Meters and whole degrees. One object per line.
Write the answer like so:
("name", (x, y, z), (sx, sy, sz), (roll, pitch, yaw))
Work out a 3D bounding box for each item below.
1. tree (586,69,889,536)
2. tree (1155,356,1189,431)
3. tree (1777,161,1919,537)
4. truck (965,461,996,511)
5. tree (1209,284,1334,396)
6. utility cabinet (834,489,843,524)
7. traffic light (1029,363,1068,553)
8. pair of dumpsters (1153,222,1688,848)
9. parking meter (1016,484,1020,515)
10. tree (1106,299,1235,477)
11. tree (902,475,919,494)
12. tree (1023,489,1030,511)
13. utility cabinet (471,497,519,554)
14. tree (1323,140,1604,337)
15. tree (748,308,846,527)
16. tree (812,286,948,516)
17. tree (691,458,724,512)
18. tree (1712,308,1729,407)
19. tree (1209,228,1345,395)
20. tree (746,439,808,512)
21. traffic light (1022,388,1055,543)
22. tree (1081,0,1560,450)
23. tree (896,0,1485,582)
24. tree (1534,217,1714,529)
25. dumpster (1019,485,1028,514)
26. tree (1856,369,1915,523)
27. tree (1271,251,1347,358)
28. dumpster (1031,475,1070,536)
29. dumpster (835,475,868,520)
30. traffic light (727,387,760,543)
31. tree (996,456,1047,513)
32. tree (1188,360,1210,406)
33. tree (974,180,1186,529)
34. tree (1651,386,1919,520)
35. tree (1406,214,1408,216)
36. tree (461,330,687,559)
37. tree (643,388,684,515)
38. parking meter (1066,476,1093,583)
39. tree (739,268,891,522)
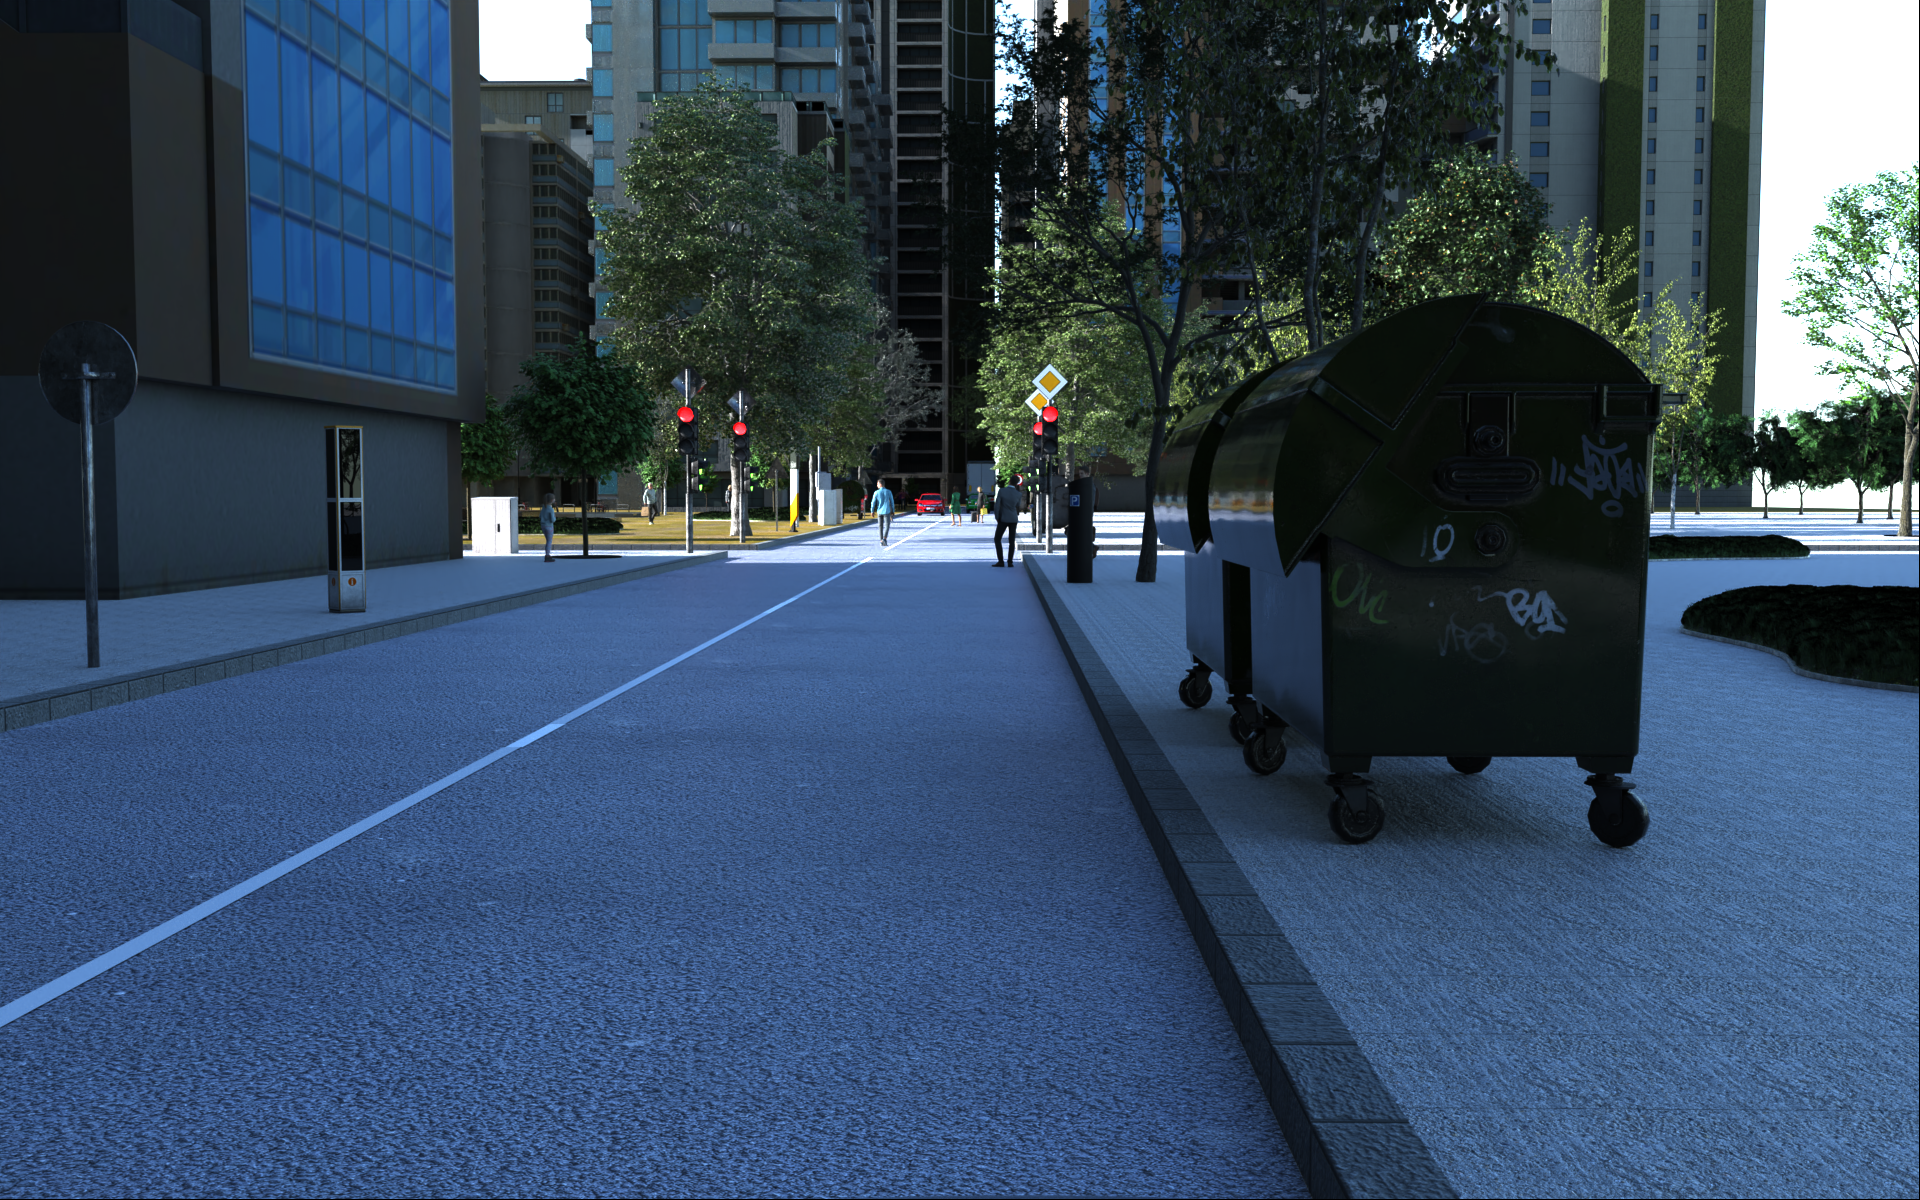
("tree", (-6.716, -8.930, 52.668), (9.857, 13.997, 8.962), (0, 3, 0))
("tree", (12.206, -8.655, 91.869), (4.737, 8.622, 4.395), (0, 3, 0))
("tree", (28.631, -7.706, 51.754), (9.928, 11.665, 9.643), (0, 3, 0))
("truck", (1.825, -9.972, 151.950), (2.839, 4.237, 11.283), (0, 4, 0))
("tree", (18.938, -11.599, 100.018), (12.009, 13.543, 11.850), (0, 3, 0))
("utility cabinet", (-5.239, -4.015, 74.317), (0.318, 1.500, 1.173), (0, 4, 0))
("traffic light", (1.913, -2.962, 37.351), (0.839, 4.253, 0.868), (0, 4, 1))
("pair of dumpsters", (1.906, -0.354, 8.283), (1.574, 2.255, 4.437), (0, 4, 1))
("parking meter", (3.360, -5.997, 103.759), (0.399, 1.863, 0.255), (0, 4, -1))
("tree", (14.354, -12.643, 113.374), (9.857, 13.997, 8.962), (0, 3, 0))
("tree", (-4.717, -10.772, 170.728), (1.663, 3.219, 1.824), (0, 3, 0))
("tree", (4.649, -8.362, 131.326), (1.663, 3.219, 1.824), (0, 3, 0))
("utility cabinet", (-10.091, -1.615, 37.565), (1.020, 1.237, 0.306), (1, 4, 21))
("tree", (16.367, -8.528, 56.447), (9.611, 12.733, 9.660), (0, 3, 0))
("tree", (-6.538, -7.126, 66.868), (4.737, 8.622, 4.395), (0, 3, 0))
("tree", (-5.804, -11.651, 100.859), (12.009, 13.543, 11.850), (0, 3, 0))
("tree", (-13.543, -5.973, 92.254), (1.663, 3.219, 1.824), (0, 3, 0))
("tree", (26.031, -6.915, 63.417), (4.737, 8.622, 4.395), (0, 3, 0))
("tree", (9.505, -5.917, 47.108), (4.737, 8.622, 4.395), (0, 3, 0))
("tree", (-9.466, -6.435, 88.922), (4.285, 4.588, 4.351), (0, 3, 0))
("traffic light", (2.058, -3.450, 45.335), (0.839, 4.253, 0.868), (0, 4, 1))
("tree", (2.886, -3.867, 13.587), (4.360, 8.622, 3.978), (0, 3, 0))
("tree", (2.907, -5.523, 24.711), (8.767, 10.594, 7.601), (-3, 4, -37))
("tree", (17.136, -5.913, 47.034), (4.737, 8.622, 4.395), (0, 3, 0))
("dumpster", (3.686, -6.389, 110.212), (1.264, 1.857, 1.865), (0, 4, 1))
("tree", (49.676, -7.662, 88.187), (20.602, 7.101, 11.467), (0, 4, 4))
("tree", (20.562, -11.124, 88.529), (9.857, 13.997, 8.962), (0, 3, 0))
("dumpster", (2.826, -2.886, 52.946), (1.264, 1.857, 1.865), (0, 4, 1))
("dumpster", (-5.475, -5.181, 87.198), (1.502, 2.255, 1.985), (0, 4, 1))
("traffic light", (-5.702, -3.458, 45.459), (0.839, 4.253, 0.868), (0, 4, 1))
("tree", (4.310, -8.341, 120.097), (4.285, 4.588, 4.351), (0, 3, 0))
("tree", (11.833, -7.424, 71.743), (4.737, 8.622, 4.395), (0, 3, 0))
("tree", (4.408, -8.841, 62.676), (7.486, 12.596, 7.792), (0, 3, 0))
("tree", (48.880, -8.795, 106.710), (20.602, 7.101, 11.467), (3, 5, 44))
("tree", (18.915, -9.270, 69.698), (7.486, 12.596, 7.792), (0, 3, 0))
("tree", (-7.586, -3.132, 34.923), (4.285, 4.588, 4.351), (0, 3, 0))
("tree", (-18.149, -9.460, 105.026), (4.360, 8.622, 3.978), (0, 3, 0))
("parking meter", (1.736, -1.019, 25.067), (0.372, 1.533, 0.369), (0, 3, 0))
("tree", (-7.151, -9.839, 79.000), (7.486, 12.596, 7.792), (0, 3, 0))
